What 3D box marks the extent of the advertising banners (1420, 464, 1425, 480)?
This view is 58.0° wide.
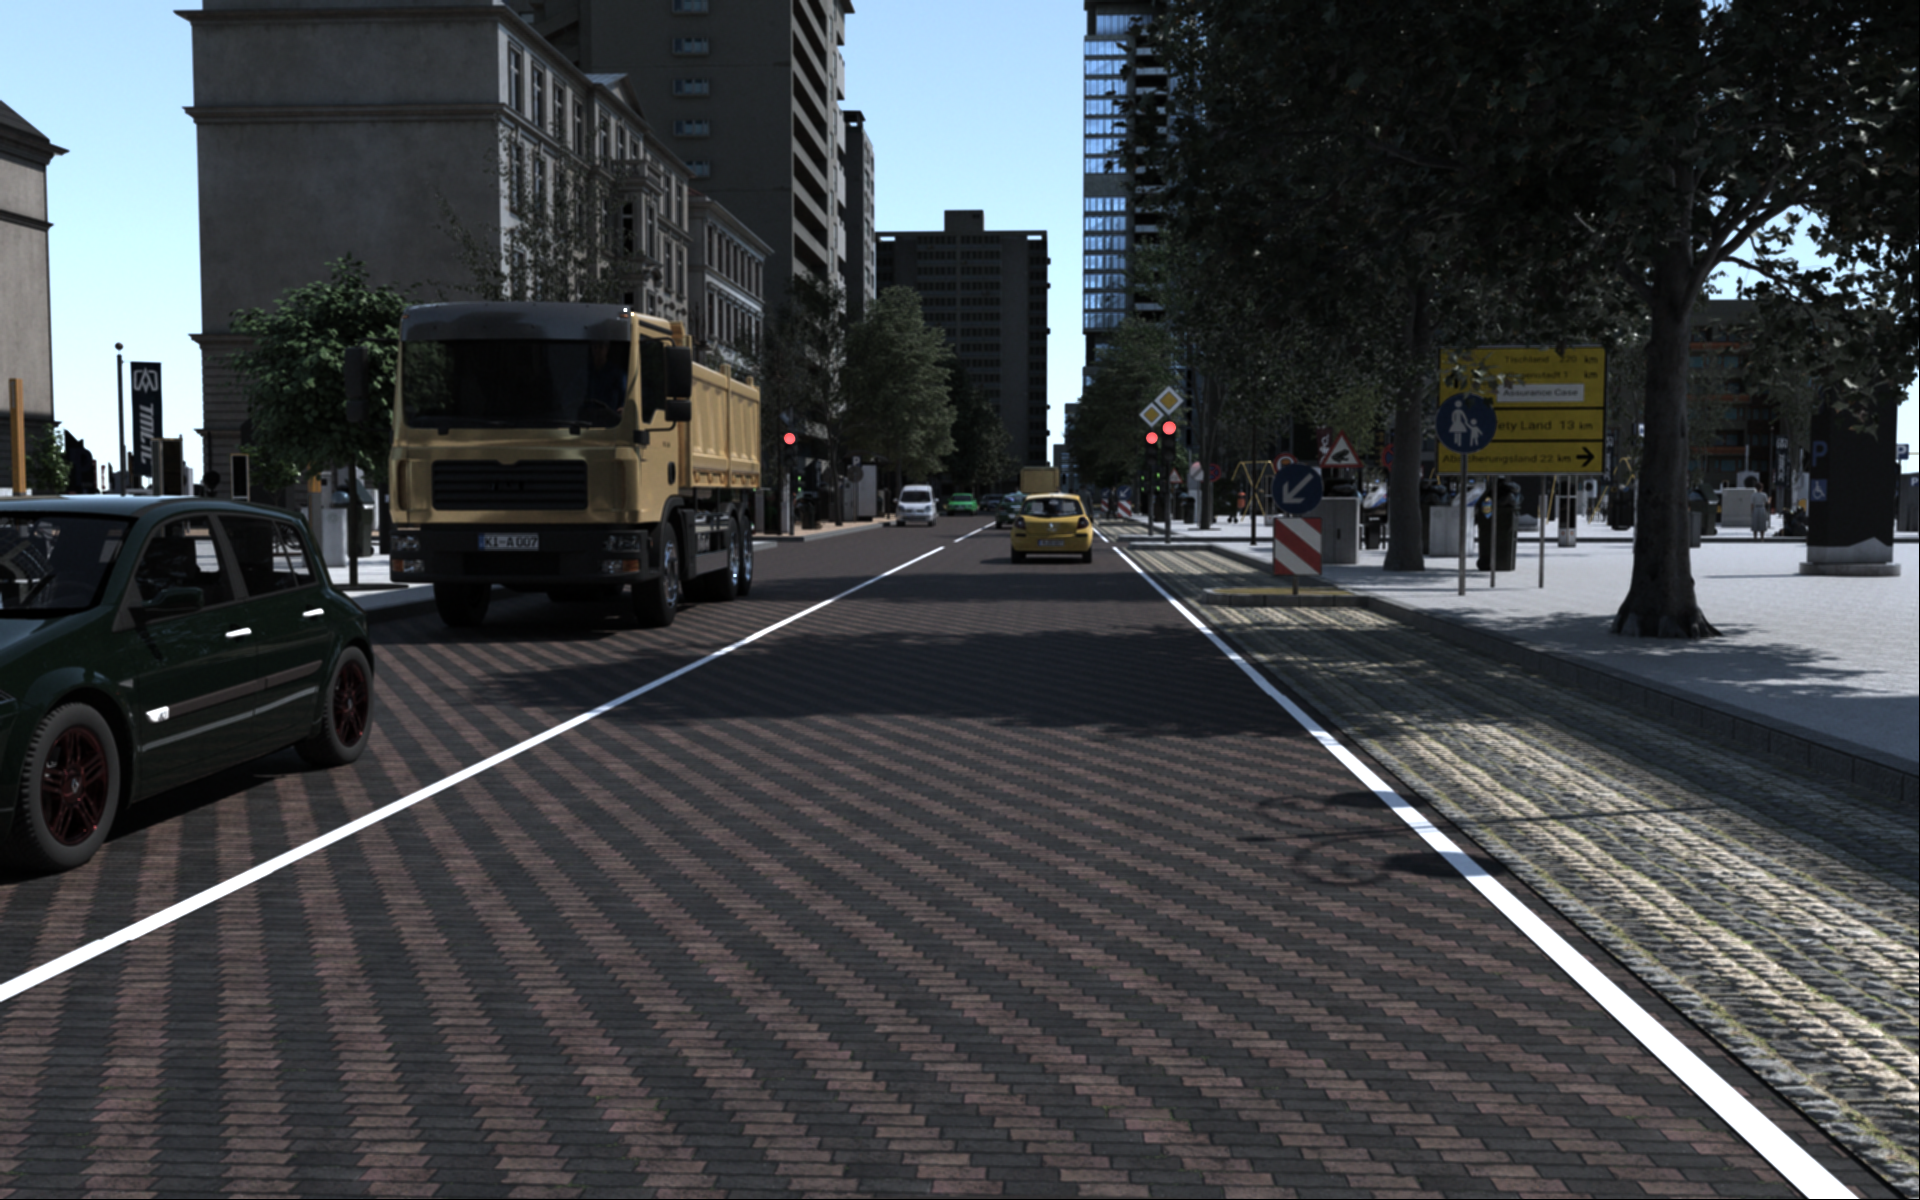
[{"bbox_3d":[27.729,-6.450,101.649,2.074,3.025,0.090,3,5,40],"label":"advertising banners"}]

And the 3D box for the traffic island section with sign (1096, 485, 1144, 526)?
[{"bbox_3d":[7.212,-4.211,77.484,1.989,1.847,2.006,0,4,3],"label":"traffic island section with sign"}]

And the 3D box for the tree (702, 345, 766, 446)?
[{"bbox_3d":[-11.371,-8.278,85.710,4.737,8.622,4.395,0,3,0],"label":"tree"}]

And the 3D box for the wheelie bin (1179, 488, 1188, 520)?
[{"bbox_3d":[10.789,-4.717,85.025,0.980,1.594,0.693,3,4,36],"label":"wheelie bin"}]

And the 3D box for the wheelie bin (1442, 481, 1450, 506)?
[{"bbox_3d":[12.173,-2.153,43.114,0.693,1.594,0.980,0,4,-4],"label":"wheelie bin"}]

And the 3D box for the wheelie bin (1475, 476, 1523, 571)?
[{"bbox_3d":[9.052,-1.294,29.072,0.693,1.594,0.980,2,4,27],"label":"wheelie bin"}]

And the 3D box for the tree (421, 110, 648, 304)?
[{"bbox_3d":[-7.803,-5.040,32.772,4.360,8.622,3.978,0,3,0],"label":"tree"}]

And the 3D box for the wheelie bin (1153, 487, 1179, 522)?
[{"bbox_3d":[9.226,-4.332,78.739,0.980,1.594,0.693,-2,4,-23],"label":"wheelie bin"}]

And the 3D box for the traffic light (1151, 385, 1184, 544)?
[{"bbox_3d":[5.373,-3.420,44.838,0.839,4.253,0.868,0,4,3],"label":"traffic light"}]

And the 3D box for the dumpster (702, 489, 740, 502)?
[{"bbox_3d":[-8.176,-3.375,57.671,1.502,2.255,1.985,0,4,3],"label":"dumpster"}]

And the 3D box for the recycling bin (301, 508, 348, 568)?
[{"bbox_3d":[-11.171,-1.095,30.460,0.722,1.027,0.722,-1,4,-16],"label":"recycling bin"}]

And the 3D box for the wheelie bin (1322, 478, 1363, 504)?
[{"bbox_3d":[7.544,-1.618,34.355,0.980,1.594,0.693,-1,4,-13],"label":"wheelie bin"}]

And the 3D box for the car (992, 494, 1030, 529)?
[{"bbox_3d":[2.399,-3.707,72.400,2.131,1.459,4.920,0,4,1],"label":"car"}]

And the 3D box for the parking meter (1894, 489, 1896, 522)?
[{"bbox_3d":[36.915,-3.692,68.768,0.372,1.533,0.369,0,3,0],"label":"parking meter"}]

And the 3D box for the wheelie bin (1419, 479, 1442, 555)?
[{"bbox_3d":[10.000,-1.862,38.358,0.693,1.594,0.980,-2,4,-25],"label":"wheelie bin"}]

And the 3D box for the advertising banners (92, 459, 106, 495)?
[{"bbox_3d":[-43.415,-5.626,88.178,0.090,3.025,2.074,3,4,37],"label":"advertising banners"}]

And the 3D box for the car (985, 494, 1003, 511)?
[{"bbox_3d":[3.124,-8.156,145.349,2.014,1.417,4.499,0,4,2],"label":"car"}]

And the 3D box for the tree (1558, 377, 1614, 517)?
[{"bbox_3d":[35.072,-9.004,97.577,4.737,8.622,4.395,0,3,0],"label":"tree"}]

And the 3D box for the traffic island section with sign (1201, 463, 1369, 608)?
[{"bbox_3d":[4.205,-0.861,22.705,1.989,1.847,2.006,0,4,3],"label":"traffic island section with sign"}]

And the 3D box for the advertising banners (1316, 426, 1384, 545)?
[{"bbox_3d":[9.995,-2.956,44.521,0.090,3.025,2.074,-3,5,-44],"label":"advertising banners"}]

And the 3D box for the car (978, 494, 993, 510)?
[{"bbox_3d":[2.706,-8.698,154.009,2.131,1.459,4.920,0,4,4],"label":"car"}]

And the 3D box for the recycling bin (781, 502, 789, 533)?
[{"bbox_3d":[-5.915,-2.705,56.777,0.722,1.027,0.722,0,4,5],"label":"recycling bin"}]

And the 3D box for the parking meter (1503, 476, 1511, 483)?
[{"bbox_3d":[13.242,-2.235,42.248,0.255,1.863,0.399,3,5,39],"label":"parking meter"}]

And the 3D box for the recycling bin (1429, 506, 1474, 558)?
[{"bbox_3d":[10.059,-1.399,35.421,0.722,1.027,0.722,2,4,33],"label":"recycling bin"}]

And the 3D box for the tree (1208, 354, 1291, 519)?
[{"bbox_3d":[14.987,-8.467,88.805,4.360,8.622,3.978,0,3,0],"label":"tree"}]

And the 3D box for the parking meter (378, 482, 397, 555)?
[{"bbox_3d":[-12.167,-1.739,36.844,0.372,1.533,0.369,0,3,0],"label":"parking meter"}]

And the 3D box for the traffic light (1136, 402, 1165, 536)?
[{"bbox_3d":[5.811,-3.908,52.811,0.839,4.253,0.868,0,4,3],"label":"traffic light"}]

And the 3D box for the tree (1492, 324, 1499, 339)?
[{"bbox_3d":[20.182,-7.015,65.056,4.360,8.622,3.978,0,3,0],"label":"tree"}]

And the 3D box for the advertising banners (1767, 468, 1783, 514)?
[{"bbox_3d":[54.989,-7.473,118.377,2.074,3.025,0.090,0,4,-1],"label":"advertising banners"}]

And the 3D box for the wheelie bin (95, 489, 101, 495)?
[{"bbox_3d":[-50.378,-5.682,100.811,0.980,1.594,0.693,1,4,10],"label":"wheelie bin"}]

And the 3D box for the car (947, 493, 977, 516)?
[{"bbox_3d":[0.149,-6.389,113.262,1.959,1.807,4.718,0,4,4],"label":"car"}]

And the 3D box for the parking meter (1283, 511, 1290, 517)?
[{"bbox_3d":[16.092,-4.865,85.253,0.255,1.863,0.399,2,4,32],"label":"parking meter"}]

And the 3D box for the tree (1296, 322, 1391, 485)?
[{"bbox_3d":[16.397,-7.493,72.880,4.737,8.622,4.395,0,3,0],"label":"tree"}]

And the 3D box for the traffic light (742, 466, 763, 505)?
[{"bbox_3d":[-5.622,-3.456,45.424,0.839,4.253,0.868,0,4,3],"label":"traffic light"}]

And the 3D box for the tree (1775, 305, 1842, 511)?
[{"bbox_3d":[27.428,-6.485,56.400,4.360,8.622,3.978,0,3,0],"label":"tree"}]

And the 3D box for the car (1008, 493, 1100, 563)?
[{"bbox_3d":[2.009,-1.655,37.286,2.015,1.641,3.980,0,4,4],"label":"car"}]

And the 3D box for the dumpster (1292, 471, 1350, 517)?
[{"bbox_3d":[8.434,-2.120,40.418,1.264,1.857,1.865,0,4,3],"label":"dumpster"}]

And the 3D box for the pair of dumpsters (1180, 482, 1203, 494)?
[{"bbox_3d":[13.379,-5.897,98.915,1.574,2.255,4.437,0,4,3],"label":"pair of dumpsters"}]

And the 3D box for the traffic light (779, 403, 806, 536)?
[{"bbox_3d":[-5.184,-3.943,53.397,0.839,4.253,0.868,0,4,3],"label":"traffic light"}]

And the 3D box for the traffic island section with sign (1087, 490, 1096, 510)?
[{"bbox_3d":[8.725,-5.895,105.003,1.989,1.847,2.006,0,4,3],"label":"traffic island section with sign"}]

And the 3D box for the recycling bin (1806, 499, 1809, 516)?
[{"bbox_3d":[40.444,-4.245,81.956,0.722,1.027,0.722,2,4,29],"label":"recycling bin"}]

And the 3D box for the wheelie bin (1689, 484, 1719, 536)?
[{"bbox_3d":[22.884,-2.780,53.367,0.980,1.594,0.693,-2,4,-35],"label":"wheelie bin"}]

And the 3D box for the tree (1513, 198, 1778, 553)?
[{"bbox_3d":[14.414,-5.314,37.246,4.360,8.622,3.978,0,3,0],"label":"tree"}]

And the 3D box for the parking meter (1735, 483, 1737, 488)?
[{"bbox_3d":[41.635,-5.318,92.665,0.255,1.863,0.399,3,4,36],"label":"parking meter"}]

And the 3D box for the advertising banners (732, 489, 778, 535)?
[{"bbox_3d":[-6.705,-3.590,54.885,2.074,3.025,0.090,0,4,5],"label":"advertising banners"}]

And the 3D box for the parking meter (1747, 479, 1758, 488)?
[{"bbox_3d":[30.811,-3.774,67.409,0.399,1.863,0.255,-2,4,-35],"label":"parking meter"}]

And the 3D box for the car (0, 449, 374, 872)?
[{"bbox_3d":[-4.140,0.119,7.848,2.009,1.686,4.222,0,4,3],"label":"car"}]

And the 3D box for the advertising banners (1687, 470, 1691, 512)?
[{"bbox_3d":[51.741,-7.735,122.647,0.090,3.025,2.074,1,4,8],"label":"advertising banners"}]

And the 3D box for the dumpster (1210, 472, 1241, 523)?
[{"bbox_3d":[11.586,-4.530,76.563,1.502,2.255,1.985,0,4,3],"label":"dumpster"}]

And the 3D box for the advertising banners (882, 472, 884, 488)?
[{"bbox_3d":[-5.056,-7.330,116.030,0.090,3.025,2.074,-1,4,-9],"label":"advertising banners"}]

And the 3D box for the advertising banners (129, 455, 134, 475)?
[{"bbox_3d":[-36.763,-5.045,78.674,0.090,3.025,2.074,2,4,29],"label":"advertising banners"}]

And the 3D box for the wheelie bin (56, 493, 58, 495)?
[{"bbox_3d":[-47.755,-5.132,91.822,0.693,1.594,0.980,2,4,27],"label":"wheelie bin"}]

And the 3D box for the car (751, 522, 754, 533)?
[{"bbox_3d":[-8.307,-2.514,49.902,4.718,1.807,1.959,0,4,3],"label":"car"}]

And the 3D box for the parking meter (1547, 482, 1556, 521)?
[{"bbox_3d":[28.158,-4.694,82.457,0.255,1.863,0.399,0,4,-4],"label":"parking meter"}]

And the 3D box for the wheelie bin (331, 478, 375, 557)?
[{"bbox_3d":[-12.356,-1.671,35.224,0.693,1.594,0.980,0,4,4],"label":"wheelie bin"}]

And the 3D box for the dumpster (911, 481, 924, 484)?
[{"bbox_3d":[-3.035,-7.183,119.939,1.502,2.255,1.985,0,4,3],"label":"dumpster"}]
